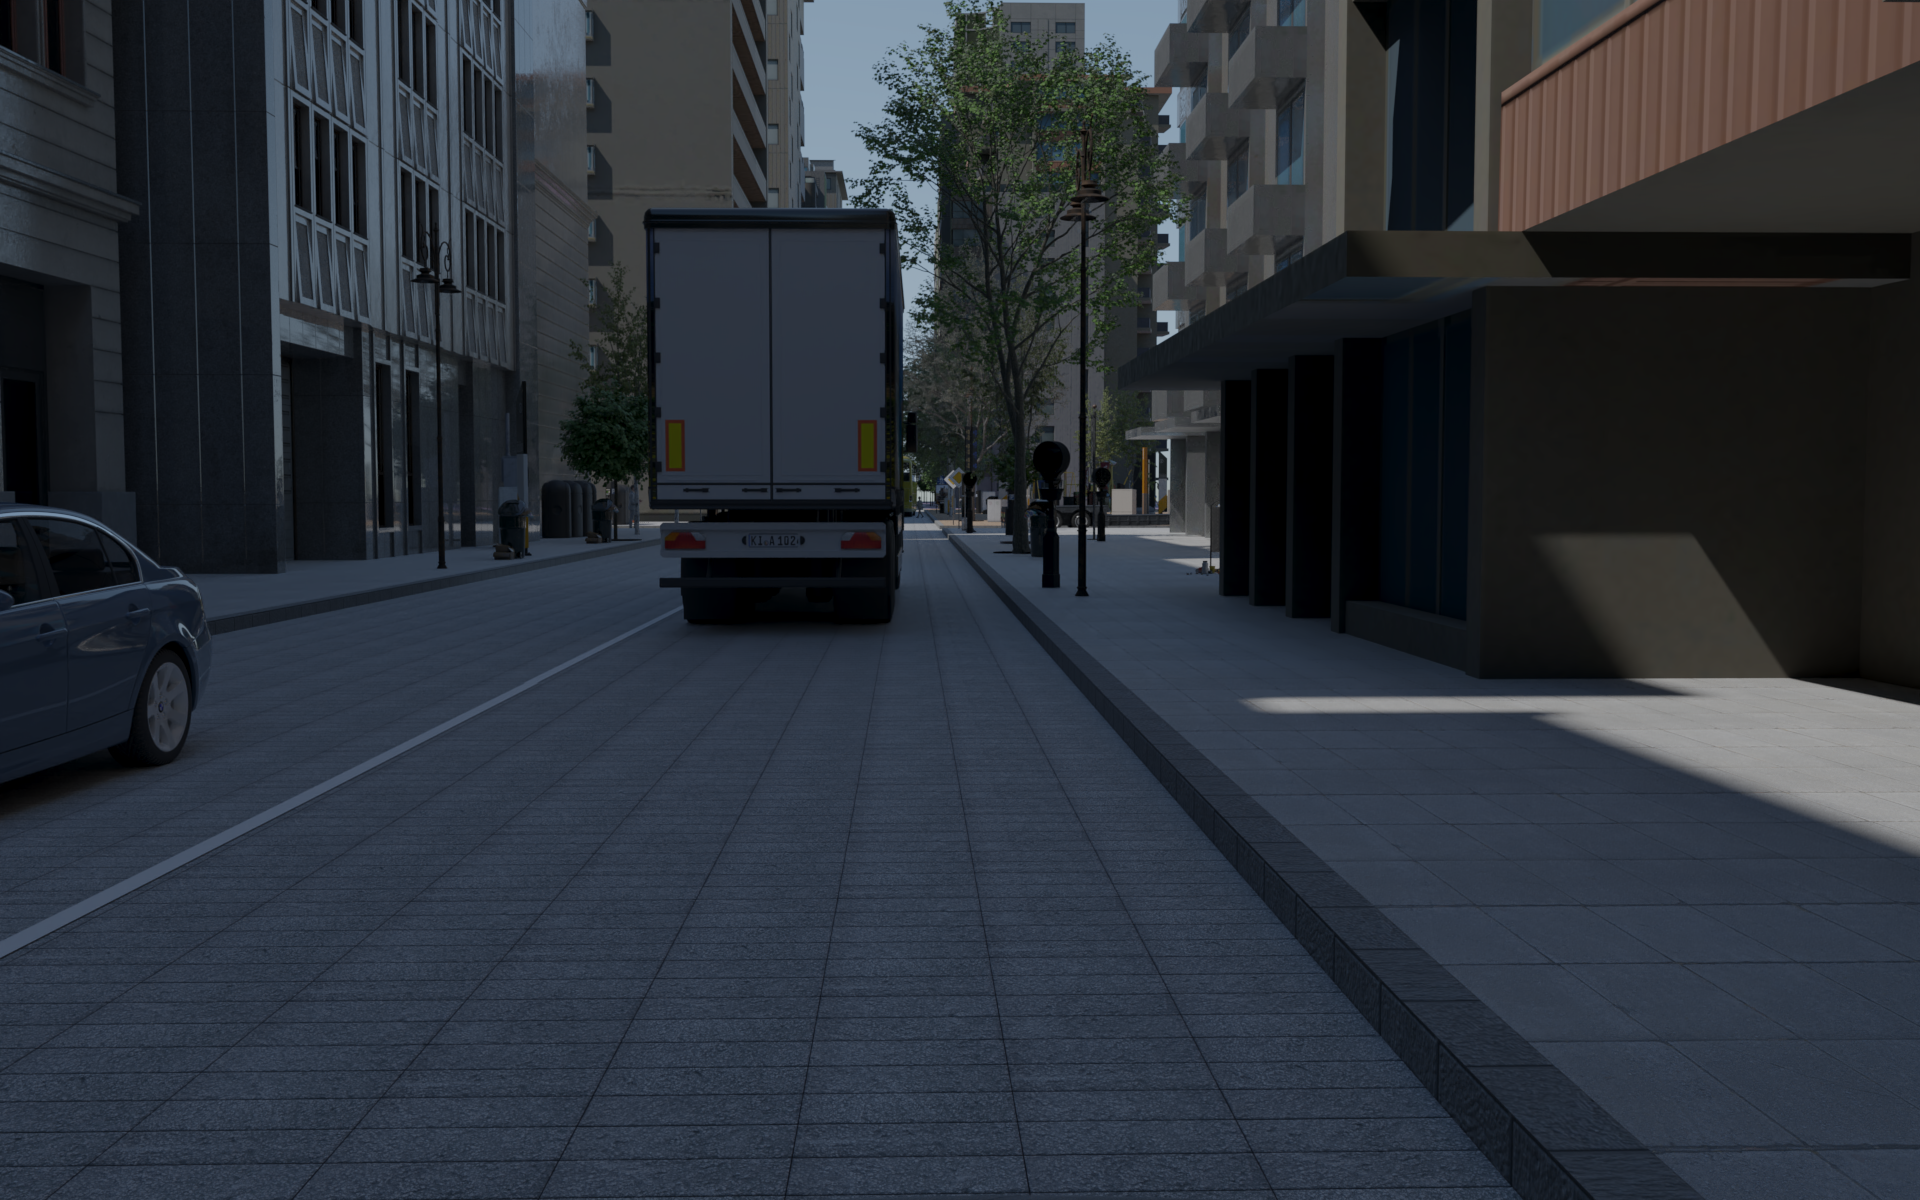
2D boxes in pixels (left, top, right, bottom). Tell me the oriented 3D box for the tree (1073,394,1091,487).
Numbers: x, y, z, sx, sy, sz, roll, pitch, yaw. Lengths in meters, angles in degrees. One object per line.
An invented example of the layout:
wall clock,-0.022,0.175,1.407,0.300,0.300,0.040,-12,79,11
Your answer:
tree,9.520,-10.311,118.945,4.737,8.622,4.395,0,3,0

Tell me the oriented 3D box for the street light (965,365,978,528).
street light,0.414,-5.482,62.425,0.468,5.910,1.993,0,4,-2

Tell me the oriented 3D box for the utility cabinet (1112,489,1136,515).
utility cabinet,7.400,-4.243,78.048,1.173,1.500,0.318,3,5,44

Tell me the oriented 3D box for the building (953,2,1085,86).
building,7.242,-50.140,258.044,20.563,71.187,20.611,0,4,-2

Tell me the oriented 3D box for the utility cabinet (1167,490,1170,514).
utility cabinet,11.078,-4.820,87.488,1.173,1.500,0.318,0,4,2

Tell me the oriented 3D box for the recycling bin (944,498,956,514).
recycling bin,-0.660,-6.092,112.153,0.722,1.027,0.722,0,4,-3

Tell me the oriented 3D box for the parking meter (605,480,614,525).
parking meter,-14.288,-3.985,70.864,0.255,1.863,0.399,2,4,27

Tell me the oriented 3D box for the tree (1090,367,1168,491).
tree,9.888,-9.133,99.695,4.737,8.622,4.395,0,3,0

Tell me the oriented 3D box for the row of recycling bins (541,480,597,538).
row of recycling bins,-11.620,-2.732,51.781,1.069,1.692,3.534,0,4,4

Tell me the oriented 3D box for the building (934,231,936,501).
building,6.378,-41.090,295.525,21.300,48.544,21.600,0,4,-2

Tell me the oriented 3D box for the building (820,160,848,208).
building,-32.434,-41.965,275.373,28.713,52.752,27.495,0,4,-2

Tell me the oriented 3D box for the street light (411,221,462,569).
street light,-8.912,-3.476,29.621,0.468,5.910,1.993,0,4,-2

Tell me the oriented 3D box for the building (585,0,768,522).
building,-21.396,-28.446,88.793,21.300,48.544,21.600,0,4,-2

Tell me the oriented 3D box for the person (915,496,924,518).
person,-2.409,-5.514,102.927,0.640,1.303,0.475,2,4,29

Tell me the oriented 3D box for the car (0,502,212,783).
car,-5.044,0.251,7.895,2.014,1.417,4.499,0,3,0

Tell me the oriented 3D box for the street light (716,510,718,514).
street light,-10.184,-6.092,72.393,0.468,5.910,1.993,0,4,-2

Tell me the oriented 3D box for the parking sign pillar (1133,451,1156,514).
parking sign pillar,11.160,-7.136,105.139,1.447,3.967,1.447,0,4,1

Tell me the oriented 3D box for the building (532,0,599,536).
building,-24.978,-15.751,54.796,25.104,27.353,12.463,0,4,-2

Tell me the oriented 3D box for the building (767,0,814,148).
building,-28.386,-34.923,160.224,28.713,52.752,27.495,0,4,-2

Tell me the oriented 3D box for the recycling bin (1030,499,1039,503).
recycling bin,3.643,-4.651,88.595,0.722,1.027,0.722,1,4,15

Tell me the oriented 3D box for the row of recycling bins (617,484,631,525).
row of recycling bins,-14.384,-4.043,73.216,1.069,1.692,3.534,0,4,-7

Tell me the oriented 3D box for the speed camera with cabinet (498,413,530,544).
speed camera with cabinet,-10.739,-2.897,41.694,0.660,3.252,2.038,-1,4,-10

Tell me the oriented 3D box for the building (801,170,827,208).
building,-23.677,-32.374,212.910,14.154,41.232,14.086,0,4,-2

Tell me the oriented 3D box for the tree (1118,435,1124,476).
tree,11.974,-11.935,145.496,4.360,8.622,3.978,0,3,0

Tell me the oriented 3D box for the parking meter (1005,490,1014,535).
parking meter,1.601,-2.793,54.069,0.372,1.533,0.369,0,3,0

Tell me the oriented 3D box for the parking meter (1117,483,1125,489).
parking meter,8.586,-5.302,92.394,0.399,1.863,0.255,-3,4,-38

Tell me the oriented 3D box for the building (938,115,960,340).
building,8.217,-35.859,210.001,21.300,48.544,21.600,0,4,-2

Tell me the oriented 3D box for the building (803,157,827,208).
building,-30.237,-38.326,246.231,23.786,49.044,30.456,0,4,-2

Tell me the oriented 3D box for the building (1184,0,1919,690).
building,13.284,-21.642,8.466,22.147,44.769,28.867,0,4,-2

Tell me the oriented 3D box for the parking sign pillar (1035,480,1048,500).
parking sign pillar,6.541,-9.015,135.863,1.447,3.967,1.447,-1,4,-14

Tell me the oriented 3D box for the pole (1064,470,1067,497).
pole,8.307,-8.730,136.580,0.158,3.312,0.155,0,3,0

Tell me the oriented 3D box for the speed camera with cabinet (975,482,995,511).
speed camera with cabinet,1.364,-7.551,117.796,2.038,3.252,0.660,-2,4,-24

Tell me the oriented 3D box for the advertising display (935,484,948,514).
advertising display,-1.162,-6.665,114.181,0.974,1.923,0.123,-1,4,-20

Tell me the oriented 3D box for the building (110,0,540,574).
building,-17.257,-13.381,36.799,12.078,24.808,19.932,0,4,-2

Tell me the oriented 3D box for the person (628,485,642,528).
person,-12.602,-3.582,67.265,0.583,1.804,0.606,-1,4,-12

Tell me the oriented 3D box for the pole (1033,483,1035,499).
pole,6.199,-9.220,144.592,0.158,3.312,0.155,0,3,0

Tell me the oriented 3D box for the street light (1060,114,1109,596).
street light,1.534,-2.986,21.604,0.468,5.910,1.993,0,4,-2

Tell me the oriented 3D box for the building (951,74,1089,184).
building,10.305,-32.438,184.980,22.147,44.769,28.867,0,4,-2

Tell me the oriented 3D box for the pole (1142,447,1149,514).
pole,8.083,-5.012,75.785,0.158,3.312,0.155,0,3,0

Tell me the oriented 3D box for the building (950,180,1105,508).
building,6.066,-23.979,163.763,14.160,30.474,14.107,0,4,-2

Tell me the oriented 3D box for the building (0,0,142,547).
building,-18.691,-13.910,14.826,14.401,28.519,23.554,0,4,-2

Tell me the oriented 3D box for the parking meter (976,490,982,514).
parking meter,1.232,-6.459,114.021,0.372,1.533,0.369,0,3,0

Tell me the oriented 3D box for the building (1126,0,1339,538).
building,17.411,-26.083,46.064,23.786,49.044,30.456,0,4,-2

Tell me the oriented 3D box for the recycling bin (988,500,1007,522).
recycling bin,1.732,-4.094,79.488,0.722,1.027,0.722,2,4,28

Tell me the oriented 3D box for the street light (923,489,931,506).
street light,-4.288,-15.311,223.121,0.468,5.910,1.993,0,4,-2
